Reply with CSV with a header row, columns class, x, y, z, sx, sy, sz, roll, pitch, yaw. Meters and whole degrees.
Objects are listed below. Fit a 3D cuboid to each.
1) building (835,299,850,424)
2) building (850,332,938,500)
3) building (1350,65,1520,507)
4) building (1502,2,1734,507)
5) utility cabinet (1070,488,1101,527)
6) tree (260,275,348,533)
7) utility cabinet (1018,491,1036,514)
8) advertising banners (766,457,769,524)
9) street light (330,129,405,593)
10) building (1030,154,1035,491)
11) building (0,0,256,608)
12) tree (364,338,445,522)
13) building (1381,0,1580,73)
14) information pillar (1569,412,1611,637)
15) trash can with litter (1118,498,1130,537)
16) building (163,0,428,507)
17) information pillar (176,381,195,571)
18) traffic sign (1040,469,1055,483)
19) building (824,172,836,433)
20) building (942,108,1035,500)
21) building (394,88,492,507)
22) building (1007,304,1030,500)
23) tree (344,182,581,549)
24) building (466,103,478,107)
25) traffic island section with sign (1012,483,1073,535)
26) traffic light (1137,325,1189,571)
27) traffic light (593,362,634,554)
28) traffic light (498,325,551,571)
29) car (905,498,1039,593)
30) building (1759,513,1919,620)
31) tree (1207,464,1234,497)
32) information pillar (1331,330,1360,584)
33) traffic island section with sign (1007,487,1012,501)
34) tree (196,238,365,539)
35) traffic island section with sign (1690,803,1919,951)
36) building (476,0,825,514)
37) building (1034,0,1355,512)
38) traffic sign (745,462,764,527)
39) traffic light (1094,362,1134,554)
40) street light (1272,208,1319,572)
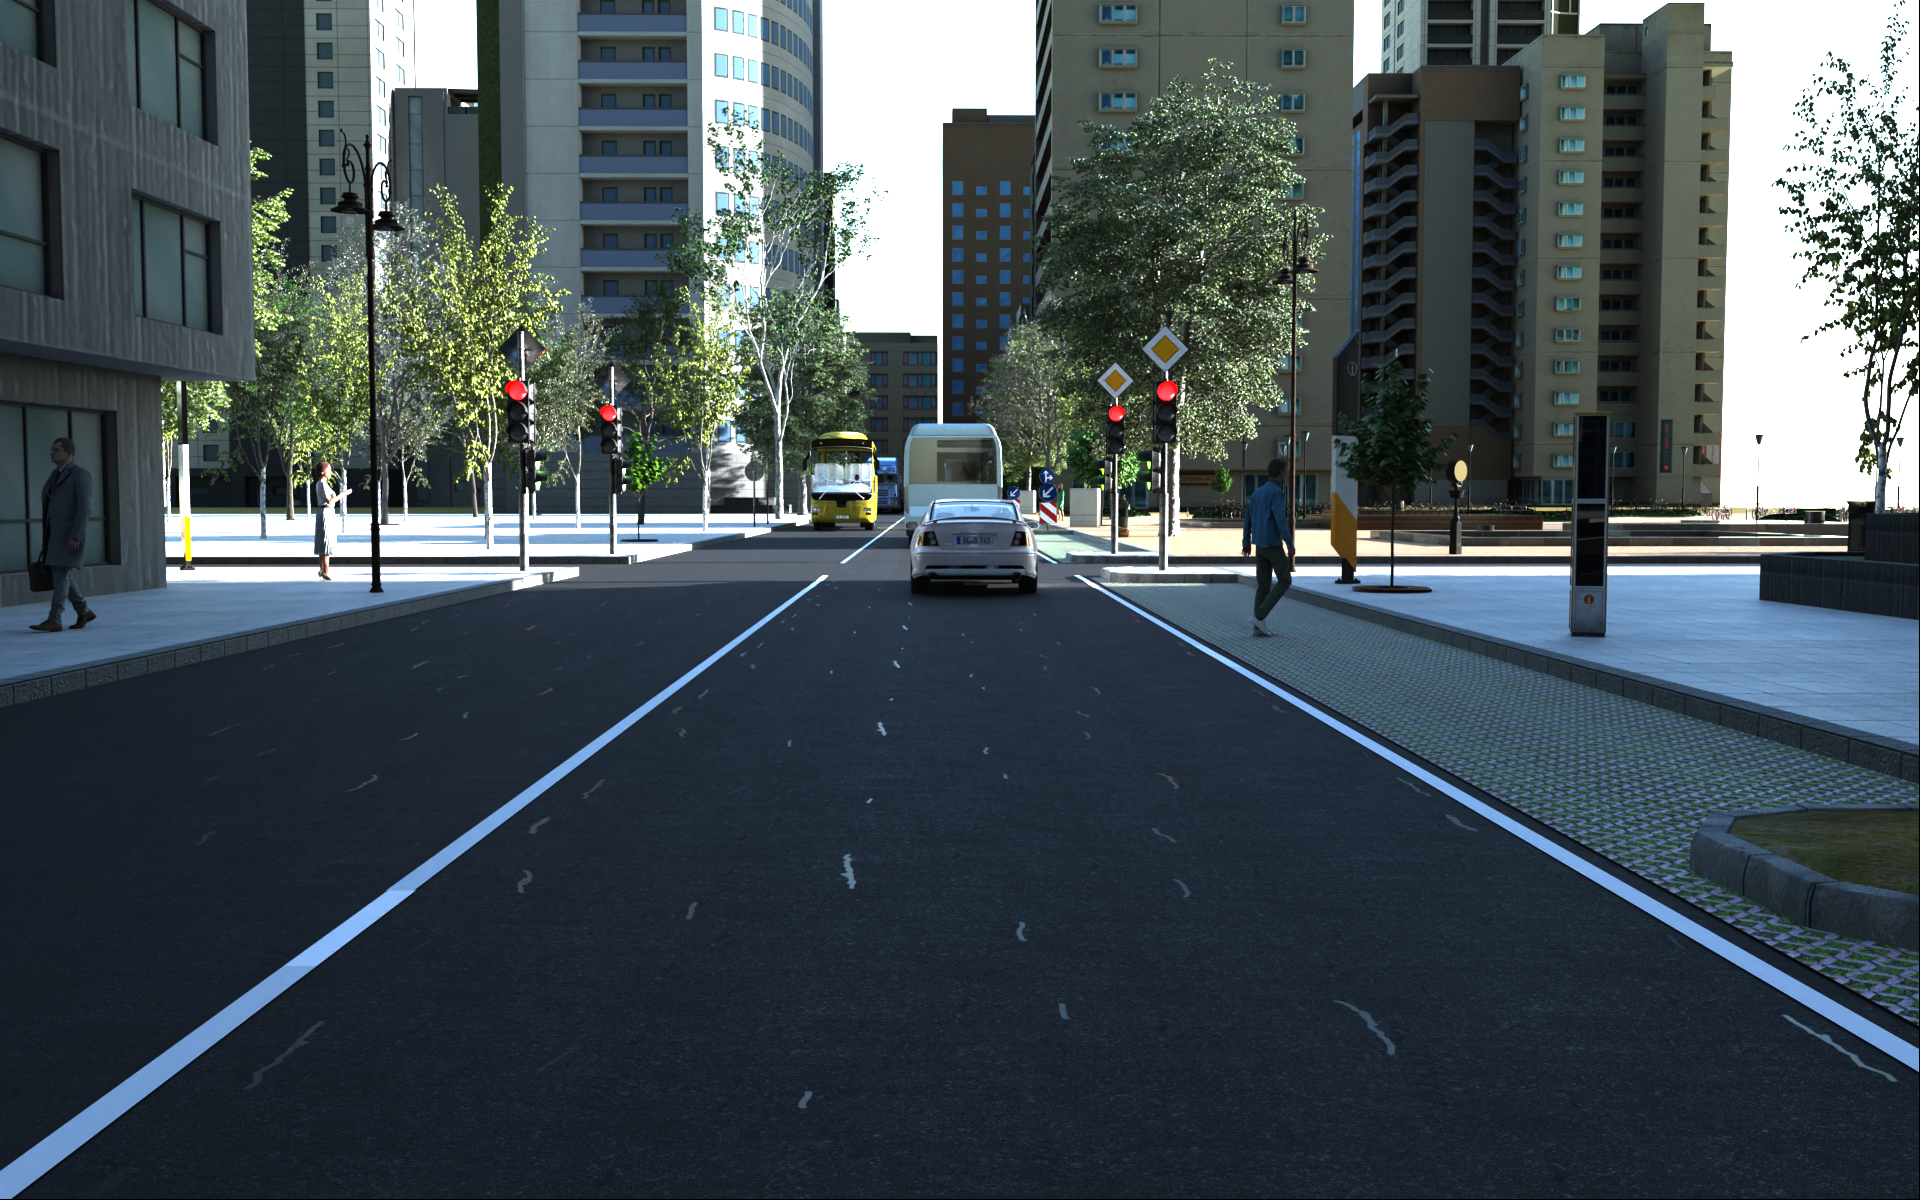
class,x,y,z,sx,sy,sz,roll,pitch,yaw
building,-26.456,-20.033,172.574,28.899,21.520,27.650,0,4,-1
building,-17.153,-22.413,211.496,28.899,21.520,27.650,0,4,-1
building,47.864,-32.323,178.591,14.200,45.320,14.600,0,4,-1
building,65.792,-33.818,176.631,21.600,48.544,21.300,0,4,-1
utility cabinet,4.786,-3.515,66.149,1.173,1.500,0.318,2,4,31
tree,-20.213,-6.486,56.403,4.737,8.622,4.395,0,3,0
utility cabinet,4.193,-6.120,108.740,1.173,1.500,0.318,2,4,33
advertising banners,-8.170,-4.726,73.462,0.090,3.025,2.074,0,4,-5
street light,-7.619,-3.037,22.437,0.468,5.910,1.993,0,4,-1
building,12.933,-23.137,149.986,14.160,30.474,14.107,0,4,-1
building,-16.808,-20.529,19.239,14.086,41.232,14.154,0,4,-1
tree,-25.600,-7.957,80.465,4.360,8.622,3.978,0,3,0
building,62.730,-47.009,206.844,20.611,71.187,20.563,0,4,-1
information pillar,5.685,-0.682,15.639,0.304,2.012,0.304,1,4,16
trash can with litter,4.855,-2.459,51.596,0.624,1.170,1.055,0,4,-7
building,-66.022,-45.014,174.227,20.611,71.187,20.563,0,4,-1
information pillar,-13.076,-2.313,29.175,0.183,3.616,0.504,-2,4,-33
traffic sign,4.388,-5.329,87.239,0.768,2.556,0.104,0,4,5
building,-18.059,-23.077,149.004,14.160,30.474,14.107,0,4,-1
building,5.033,-33.905,204.449,14.200,45.320,14.600,0,4,-1
building,-48.711,-30.234,177.925,14.086,41.232,14.154,0,4,-1
building,19.138,-19.993,171.932,27.650,21.520,28.899,0,4,-1
tree,-11.206,-5.489,40.101,4.737,8.622,4.395,0,3,0
building,-68.437,-35.988,208.005,30.456,49.044,23.786,0,4,-1
traffic island section with sign,2.980,-3.247,61.723,1.989,1.847,2.006,0,4,-1
traffic light,3.397,-2.451,28.987,0.839,4.253,0.868,0,4,-1
traffic light,-7.375,-2.929,36.807,0.839,4.253,0.868,0,4,-1
traffic light,-7.263,-2.440,28.823,0.839,4.253,0.868,0,4,-1
car,0.191,-0.862,26.451,2.083,1.381,4.827,0,4,0
building,19.496,-28.527,8.410,21.231,58.520,28.212,0,4,-1
tree,16.610,-7.104,110.758,1.663,3.219,1.824,0,3,0
information pillar,5.494,-2.038,24.680,0.504,3.616,0.183,-3,4,-37
traffic island section with sign,2.615,-4.896,88.676,1.989,1.847,2.006,0,4,-1
tree,-20.219,-6.076,49.698,4.360,8.622,3.978,0,3,0
traffic island section with sign,3.765,0.155,6.097,1.989,1.847,2.006,0,4,-1
building,-21.289,-35.693,125.573,21.231,58.520,28.212,0,4,-1
building,16.920,-31.050,131.371,21.300,48.544,21.600,0,4,-1
traffic sign,-8.046,-4.136,67.733,0.768,2.556,0.104,0,4,6
traffic light,3.285,-2.939,36.972,0.839,4.253,0.868,0,4,-1
street light,5.454,-3.397,28.336,0.468,5.910,1.993,0,4,-1
